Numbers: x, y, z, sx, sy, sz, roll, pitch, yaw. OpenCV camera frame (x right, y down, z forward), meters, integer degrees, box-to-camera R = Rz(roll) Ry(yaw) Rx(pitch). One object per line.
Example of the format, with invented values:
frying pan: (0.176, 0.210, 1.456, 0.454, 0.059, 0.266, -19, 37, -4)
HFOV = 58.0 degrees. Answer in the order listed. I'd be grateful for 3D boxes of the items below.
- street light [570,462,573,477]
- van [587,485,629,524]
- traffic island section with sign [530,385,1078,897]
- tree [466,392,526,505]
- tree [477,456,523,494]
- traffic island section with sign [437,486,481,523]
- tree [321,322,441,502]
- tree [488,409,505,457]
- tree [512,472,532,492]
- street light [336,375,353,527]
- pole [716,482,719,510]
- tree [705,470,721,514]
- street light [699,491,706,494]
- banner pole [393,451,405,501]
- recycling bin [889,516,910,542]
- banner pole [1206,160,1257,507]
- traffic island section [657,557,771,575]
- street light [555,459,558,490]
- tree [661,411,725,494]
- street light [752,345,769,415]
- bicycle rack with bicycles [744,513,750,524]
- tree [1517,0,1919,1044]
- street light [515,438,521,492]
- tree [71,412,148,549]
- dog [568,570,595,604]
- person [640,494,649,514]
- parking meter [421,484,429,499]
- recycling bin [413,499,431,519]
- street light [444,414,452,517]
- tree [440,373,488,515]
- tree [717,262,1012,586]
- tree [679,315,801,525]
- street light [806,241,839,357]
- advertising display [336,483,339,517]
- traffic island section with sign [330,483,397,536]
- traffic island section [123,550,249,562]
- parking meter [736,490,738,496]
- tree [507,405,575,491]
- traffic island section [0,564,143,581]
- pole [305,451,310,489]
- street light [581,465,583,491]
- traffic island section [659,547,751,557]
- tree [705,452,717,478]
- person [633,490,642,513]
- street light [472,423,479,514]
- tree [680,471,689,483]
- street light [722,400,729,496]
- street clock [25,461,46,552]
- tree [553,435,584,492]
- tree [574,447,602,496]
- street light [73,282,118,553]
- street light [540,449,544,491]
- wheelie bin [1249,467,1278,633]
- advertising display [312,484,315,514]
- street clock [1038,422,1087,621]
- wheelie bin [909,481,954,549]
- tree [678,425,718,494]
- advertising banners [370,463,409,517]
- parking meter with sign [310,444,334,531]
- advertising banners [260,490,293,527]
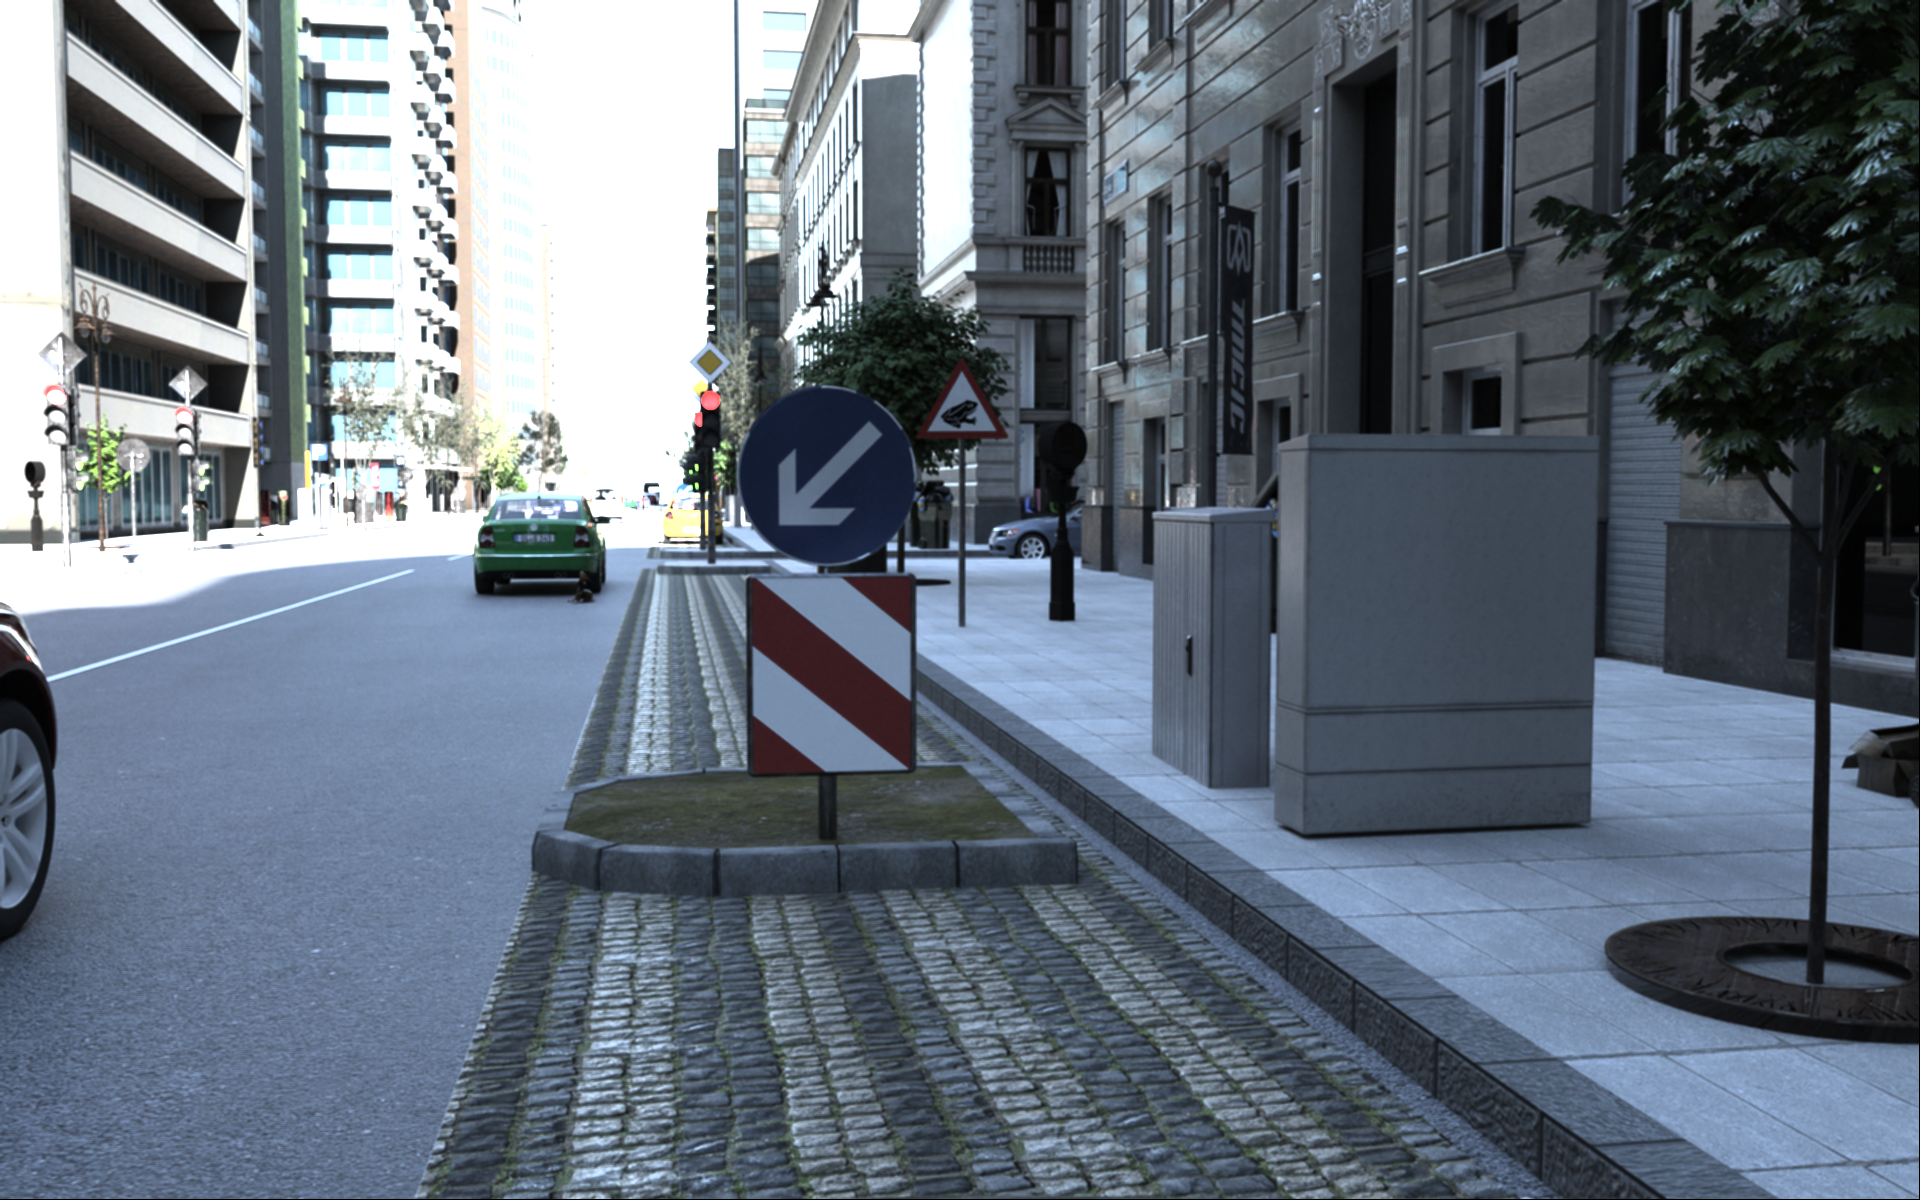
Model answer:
street light: (-50.392, -15.416, 224.841, 0.468, 5.910, 1.993, -1, 4, -10)
van: (-17.027, -4.686, 83.626, 2.013, 2.044, 4.112, -1, 4, -11)
traffic island section with sign: (-0.712, 0.094, 7.096, 1.989, 1.847, 2.006, -1, 4, -10)
tree: (-33.769, -10.741, 125.981, 4.737, 8.622, 4.395, 0, 3, 0)
tree: (-35.296, -9.128, 132.959, 4.285, 4.588, 4.351, 0, 3, 0)
traffic island section with sign: (-25.186, -4.804, 87.181, 1.989, 1.847, 2.006, -1, 4, -10)
tree: (-25.755, -7.633, 75.162, 4.360, 8.622, 3.978, 0, 3, 0)
tree: (-30.292, -9.503, 105.731, 4.360, 8.622, 3.978, 0, 3, 0)
tree: (-38.219, -9.561, 150.915, 1.663, 3.219, 1.824, 0, 3, 0)
street light: (-23.912, -5.788, 67.418, 0.468, 5.910, 1.993, -1, 4, -10)
pole: (-14.140, -6.544, 100.845, 0.158, 3.312, 0.155, 0, 3, 0)
tree: (-15.865, -7.143, 111.395, 1.663, 3.219, 1.824, 0, 3, 0)
street light: (-19.058, -9.579, 129.403, 0.468, 5.910, 1.993, -1, 4, -10)
banner pole: (-32.271, -6.699, 99.541, 0.863, 3.779, 0.401, 1, 4, 17)
recycling bin: (-1.695, -2.077, 46.517, 0.722, 1.027, 0.722, 2, 4, 23)
banner pole: (2.051, -1.423, 13.278, 0.401, 3.779, 0.863, 3, 4, 38)
traffic island section: (-4.564, -0.593, 31.980, 2.009, 0.180, 2.903, -1, 4, -10)
street light: (-45.497, -13.607, 195.267, 0.468, 5.910, 1.993, -1, 4, -10)
tree: (-29.826, -15.991, 195.871, 8.767, 10.594, 7.601, 0, 4, 3)
street light: (-6.212, -4.964, 53.949, 0.468, 5.910, 1.993, -1, 4, -10)
bicycle rack with bicycles: (-8.183, -3.786, 75.276, 2.852, 0.926, 2.925, -1, 4, -17)
tree: (2.206, -0.594, 4.318, 1.663, 3.219, 1.824, 0, 3, 0)
street light: (-36.782, -10.478, 144.110, 0.468, 5.910, 1.993, -1, 4, -10)
tree: (-19.950, -2.820, 40.716, 1.663, 3.219, 1.824, 0, 3, 0)
dog: (-5.092, -0.175, 23.062, 0.550, 0.427, 0.748, 2, 4, 27)
person: (-23.250, -7.066, 127.291, 0.557, 1.426, 1.065, -3, 5, -44)
parking meter: (-31.425, -5.873, 101.731, 0.399, 1.863, 0.255, 0, 4, 1)
recycling bin: (-27.524, -4.649, 88.562, 0.722, 1.027, 0.722, 0, 4, -3)
street light: (-28.970, -7.658, 97.998, 0.468, 5.910, 1.993, -1, 4, -10)
tree: (-28.094, -8.611, 91.160, 4.360, 8.622, 3.978, 0, 3, 0)
tree: (-0.936, -2.510, 24.745, 4.285, 4.588, 4.351, 0, 3, 0)
tree: (-8.872, -7.398, 71.316, 4.360, 8.622, 3.978, 0, 3, 0)
street light: (-2.525, -3.612, 31.840, 0.468, 5.910, 1.993, -1, 4, -10)
advertising display: (-35.275, -5.654, 97.654, 0.123, 1.923, 0.974, -3, 5, -42)
traffic island section with sign: (-20.571, -3.133, 59.857, 1.989, 1.847, 2.006, -1, 4, -10)
traffic island section: (-16.879, -0.962, 38.014, 2.009, 0.180, 2.903, -1, 4, -10)
parking meter: (-14.604, -6.537, 112.586, 0.399, 1.863, 0.255, -3, 4, -37)
tree: (-44.629, -15.206, 183.033, 8.767, 10.594, 7.601, 0, 4, -3)
traffic island section: (-15.552, -0.481, 30.139, 2.009, 0.180, 2.903, -1, 4, -10)
pole: (-30.893, -5.397, 82.082, 0.158, 3.312, 0.155, 0, 3, 0)
street light: (-55.535, -17.243, 254.701, 0.468, 5.910, 1.993, -1, 4, -10)
traffic island section: (-5.891, -1.075, 39.854, 2.009, 0.180, 2.903, -1, 4, -10)
tree: (-11.380, -6.505, 90.063, 4.285, 4.588, 4.351, 0, 3, 0)
person: (-24.566, -7.489, 131.879, 0.756, 1.711, 0.436, -1, 4, -21)
street light: (-31.629, -8.593, 113.283, 0.468, 5.910, 1.993, -1, 4, -10)
tree: (-24.643, -11.357, 169.401, 4.285, 4.588, 4.351, 0, 3, 0)
street light: (-11.316, -6.813, 84.180, 0.468, 5.910, 1.993, -1, 4, -10)
street clock: (-20.456, -2.066, 38.352, 0.471, 2.002, 0.358, 2, 4, 34)
tree: (-48.127, -15.960, 211.300, 4.360, 8.622, 3.978, 0, 3, 0)
tree: (-57.123, -19.243, 264.979, 4.737, 8.622, 4.395, 0, 3, 0)
street light: (-18.845, -3.981, 37.873, 0.468, 5.910, 1.993, -1, 4, -10)
street light: (-41.916, -12.303, 173.948, 0.468, 5.910, 1.993, -1, 4, -10)
wheelie bin: (3.041, -0.509, 16.224, 0.693, 1.594, 0.980, 0, 4, 5)
advertising display: (-41.063, -6.399, 109.834, 0.123, 1.923, 0.974, 0, 4, -4)
street clock: (1.036, -0.793, 17.531, 0.471, 2.002, 0.358, -3, 4, -38)
wheelie bin: (-0.554, -1.997, 40.557, 0.693, 1.594, 0.980, 3, 4, 36)
tree: (-26.995, -14.006, 179.367, 4.737, 8.622, 4.395, 0, 3, 0)
advertising banners: (-31.704, -6.117, 96.204, 2.074, 3.025, 0.090, 0, 4, -5)
parking meter with sign: (-22.670, -4.000, 61.666, 0.543, 3.016, 1.738, -1, 4, -12)
advertising banners: (-27.399, -4.403, 68.172, 2.074, 3.025, 0.090, -2, 4, -29)
